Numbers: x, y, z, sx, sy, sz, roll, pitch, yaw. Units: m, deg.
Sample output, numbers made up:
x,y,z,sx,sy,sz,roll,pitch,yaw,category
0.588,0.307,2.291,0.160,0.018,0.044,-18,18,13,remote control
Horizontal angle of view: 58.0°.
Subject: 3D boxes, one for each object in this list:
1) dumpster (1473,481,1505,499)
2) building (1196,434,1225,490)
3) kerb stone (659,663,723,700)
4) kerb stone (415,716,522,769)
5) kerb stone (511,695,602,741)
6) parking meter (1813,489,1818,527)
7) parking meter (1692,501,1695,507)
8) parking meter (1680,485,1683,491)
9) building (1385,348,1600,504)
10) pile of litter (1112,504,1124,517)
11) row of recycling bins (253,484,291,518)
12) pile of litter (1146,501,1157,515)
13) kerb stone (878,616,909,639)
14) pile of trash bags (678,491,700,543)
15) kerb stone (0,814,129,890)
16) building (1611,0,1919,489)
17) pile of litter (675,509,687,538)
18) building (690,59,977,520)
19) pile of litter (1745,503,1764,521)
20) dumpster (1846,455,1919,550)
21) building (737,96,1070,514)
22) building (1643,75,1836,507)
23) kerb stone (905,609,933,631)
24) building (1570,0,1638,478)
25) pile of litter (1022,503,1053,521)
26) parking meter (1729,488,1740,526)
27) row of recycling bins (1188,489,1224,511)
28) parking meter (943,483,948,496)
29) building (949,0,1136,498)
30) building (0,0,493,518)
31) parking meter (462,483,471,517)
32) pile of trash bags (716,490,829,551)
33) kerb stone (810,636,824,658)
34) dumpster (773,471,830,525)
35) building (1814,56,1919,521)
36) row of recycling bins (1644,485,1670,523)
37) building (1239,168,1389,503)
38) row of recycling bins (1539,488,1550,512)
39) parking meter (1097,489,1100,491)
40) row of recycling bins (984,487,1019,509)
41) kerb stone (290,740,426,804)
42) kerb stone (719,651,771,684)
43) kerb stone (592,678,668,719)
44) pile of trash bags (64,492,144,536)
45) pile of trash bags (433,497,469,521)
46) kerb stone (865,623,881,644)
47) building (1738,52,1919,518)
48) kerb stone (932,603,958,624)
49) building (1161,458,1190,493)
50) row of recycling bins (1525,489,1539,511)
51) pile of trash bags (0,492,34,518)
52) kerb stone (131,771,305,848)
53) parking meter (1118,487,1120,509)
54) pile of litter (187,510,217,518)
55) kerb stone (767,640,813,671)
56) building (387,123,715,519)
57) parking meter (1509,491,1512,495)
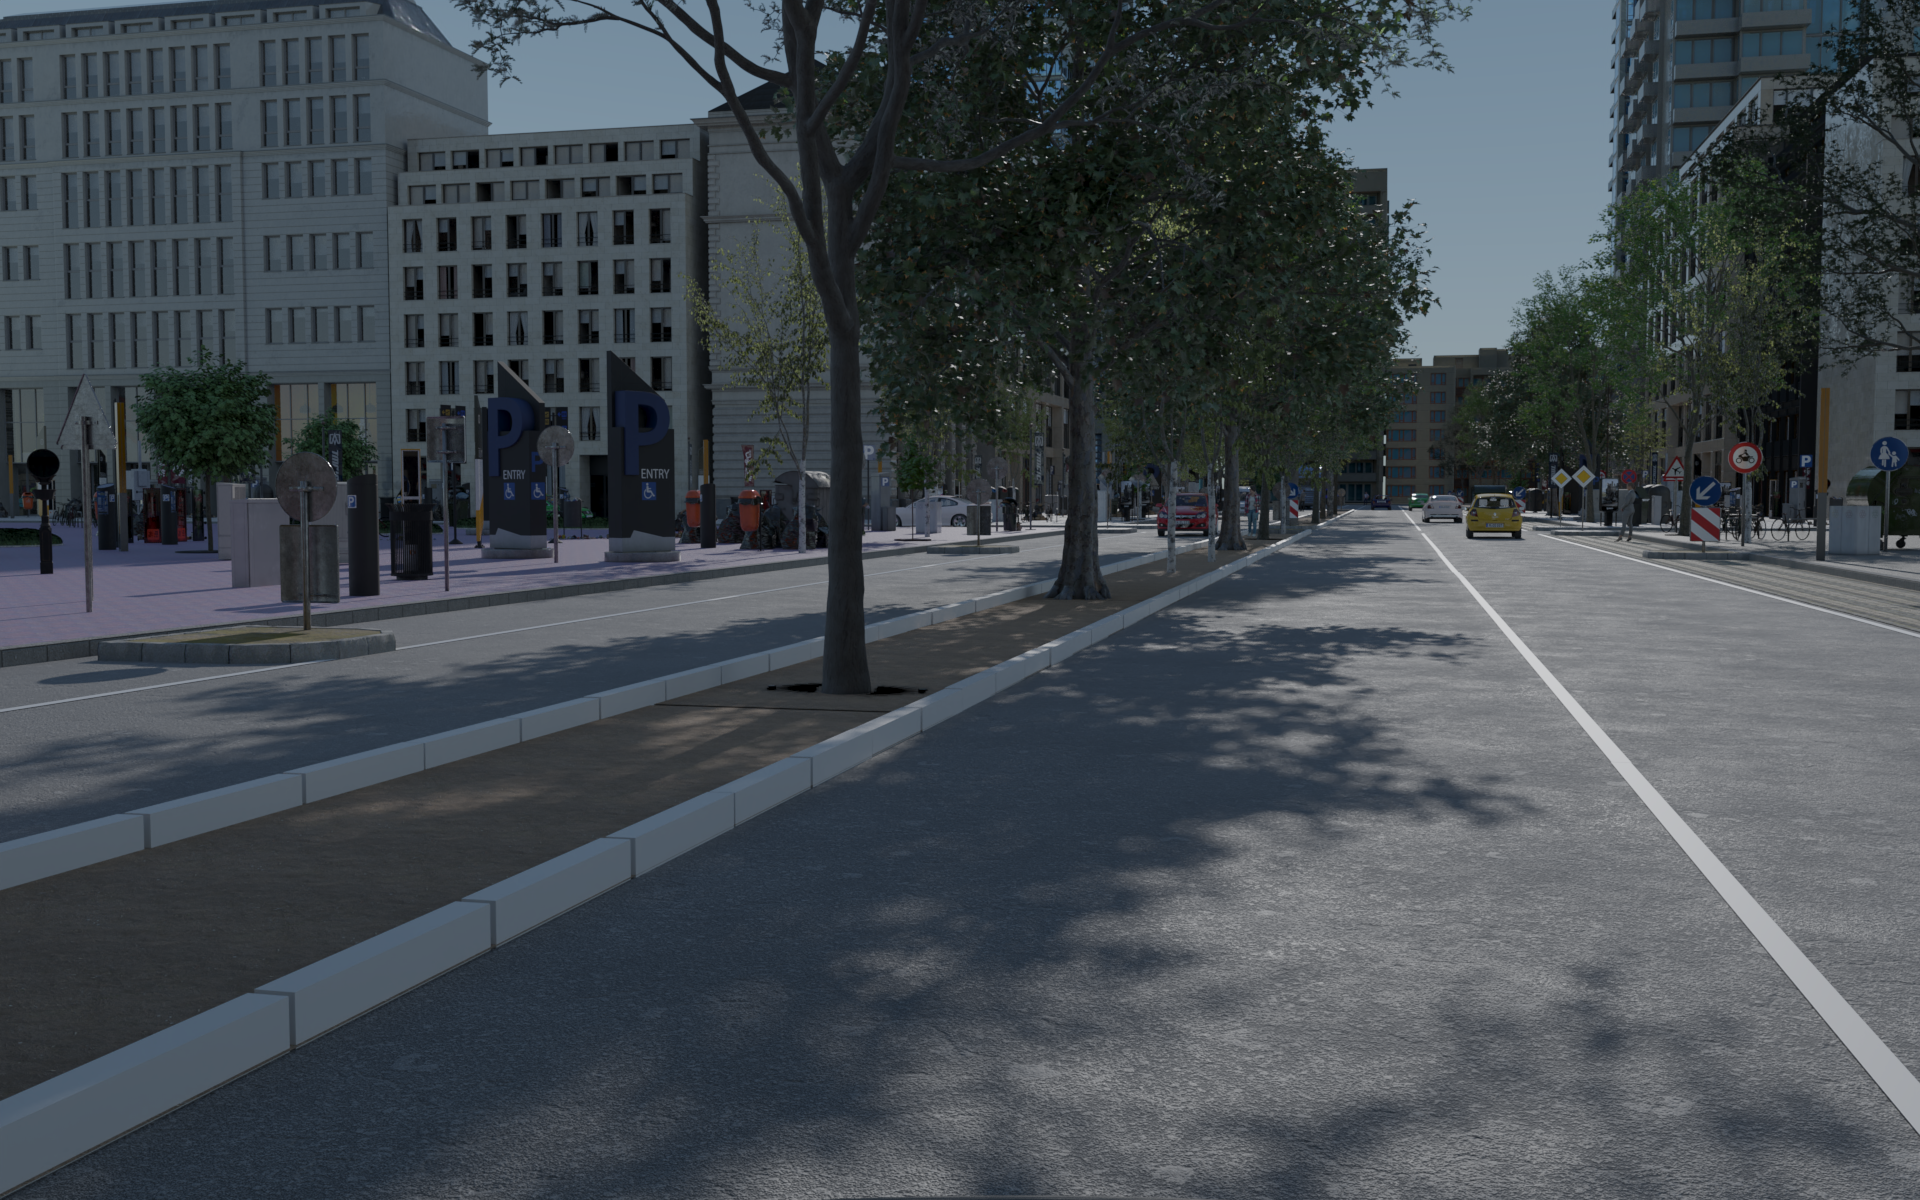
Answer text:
x,y,z,sx,sy,sz,roll,pitch,yaw,category
34.312,-6.567,112.320,1.985,2.255,1.502,1,4,13,dumpster
23.970,-38.808,254.126,30.456,49.044,23.786,1,4,14,building
-1.961,0.597,12.437,0.120,0.150,1.000,1,4,14,kerb stone
-2.701,0.783,9.449,0.120,0.150,1.000,1,4,14,kerb stone
-2.455,0.724,10.451,0.120,0.150,1.000,1,4,14,kerb stone
33.652,-3.635,67.851,0.372,1.533,0.369,0,3,0,parking meter
36.569,-4.782,86.592,0.372,1.533,0.369,0,3,0,parking meter
45.252,-6.280,108.383,0.255,1.863,0.399,0,4,5,parking meter
75.057,-24.435,244.550,28.899,21.520,27.650,1,4,14,building
8.790,-5.022,96.071,1.176,0.858,1.719,0,4,-3,pile of litter
-26.770,-3.854,70.128,3.534,1.692,1.069,-1,4,-10,row of recycling bins
11.540,-5.654,106.405,1.176,0.858,1.719,-2,4,-33,pile of litter
-0.731,0.293,17.412,0.120,0.150,1.000,1,4,14,kerb stone
-6.463,-2.165,45.145,1.912,1.369,3.447,1,4,9,pile of trash bags
-3.446,0.965,6.465,0.120,0.150,1.000,1,4,14,kerb stone
70.458,-32.573,152.180,23.786,49.044,30.456,1,4,14,building
-8.390,-2.275,51.167,1.176,0.858,1.719,2,4,30,pile of litter
-5.802,-16.319,95.700,11.050,23.489,19.941,1,4,14,building
38.199,-4.247,83.407,1.176,0.858,1.719,3,4,39,pile of litter
21.618,-2.305,40.182,1.502,2.255,1.985,1,4,14,dumpster
-3.102,-19.513,123.550,19.350,26.468,34.151,1,4,14,building
59.568,-19.190,118.279,19.350,26.468,34.151,1,4,14,building
-0.494,0.232,18.407,0.120,0.150,1.000,1,4,14,kerb stone
77.156,-53.125,181.267,22.319,86.520,31.000,1,4,14,building
3.723,-4.297,84.224,1.176,0.858,1.719,-3,5,-40,pile of litter
30.766,-3.692,68.776,0.372,1.533,0.369,0,3,0,parking meter
19.084,-7.722,133.364,3.534,1.692,1.069,3,5,39,row of recycling bins
-0.857,-5.214,90.962,0.399,1.863,0.255,3,5,44,parking meter
6.015,-52.063,163.902,22.319,86.520,31.000,1,4,14,building
-43.401,-19.765,100.646,29.804,29.767,11.434,1,4,14,building
-25.232,-5.060,88.447,0.255,1.863,0.399,3,4,38,parking meter
-4.275,-1.865,40.243,1.912,1.369,3.447,1,4,17,pile of trash bags
-1.223,0.414,15.422,0.120,0.150,1.000,1,4,14,kerb stone
-3.868,-2.311,43.544,1.264,1.857,1.865,1,4,14,dumpster
48.922,-13.626,77.541,16.860,20.320,10.420,1,4,14,building
30.944,-4.291,77.271,1.069,1.692,3.534,1,4,14,row of recycling bins
49.766,-38.099,246.625,21.600,48.544,21.300,1,4,14,building
42.930,-7.214,125.069,1.069,1.692,3.534,1,4,8,row of recycling bins
6.907,-4.674,84.828,0.372,1.533,0.369,0,3,0,parking meter
1.911,-5.367,94.869,1.069,1.692,3.534,3,5,42,row of recycling bins
-2.943,0.840,8.456,0.120,0.150,1.000,1,4,14,kerb stone
-1.716,0.536,13.435,0.120,0.150,1.000,1,4,14,kerb stone
-2.206,0.658,11.444,0.120,0.150,1.000,1,4,14,kerb stone
-25.732,-2.672,53.433,1.912,1.369,3.447,0,4,-1,pile of trash bags
-23.819,-4.455,82.585,3.447,1.369,1.912,0,4,8,pile of trash bags
-0.973,0.354,16.420,0.120,0.150,1.000,1,4,14,kerb stone
51.033,-16.214,94.782,12.332,23.373,15.834,1,4,14,building
-0.231,0.171,19.400,0.120,0.150,1.000,1,4,14,kerb stone
10.896,-21.741,200.507,28.899,21.520,27.650,1,4,14,building
42.948,-7.488,129.536,1.069,1.692,3.534,1,4,11,row of recycling bins
-52.121,-5.146,93.896,3.447,1.369,1.912,-2,4,-32,pile of trash bags
-3.190,0.903,7.457,0.120,0.150,1.000,1,4,14,kerb stone
13.691,-8.703,148.000,0.255,1.863,0.399,3,4,37,parking meter
-41.247,-4.890,93.921,1.719,0.858,1.176,1,4,11,pile of litter
-1.463,0.476,14.426,0.120,0.150,1.000,1,4,14,kerb stone
-20.764,-14.678,94.736,16.860,20.320,10.420,1,4,14,building
42.010,-7.554,131.926,0.372,1.533,0.369,0,3,0,parking meter
